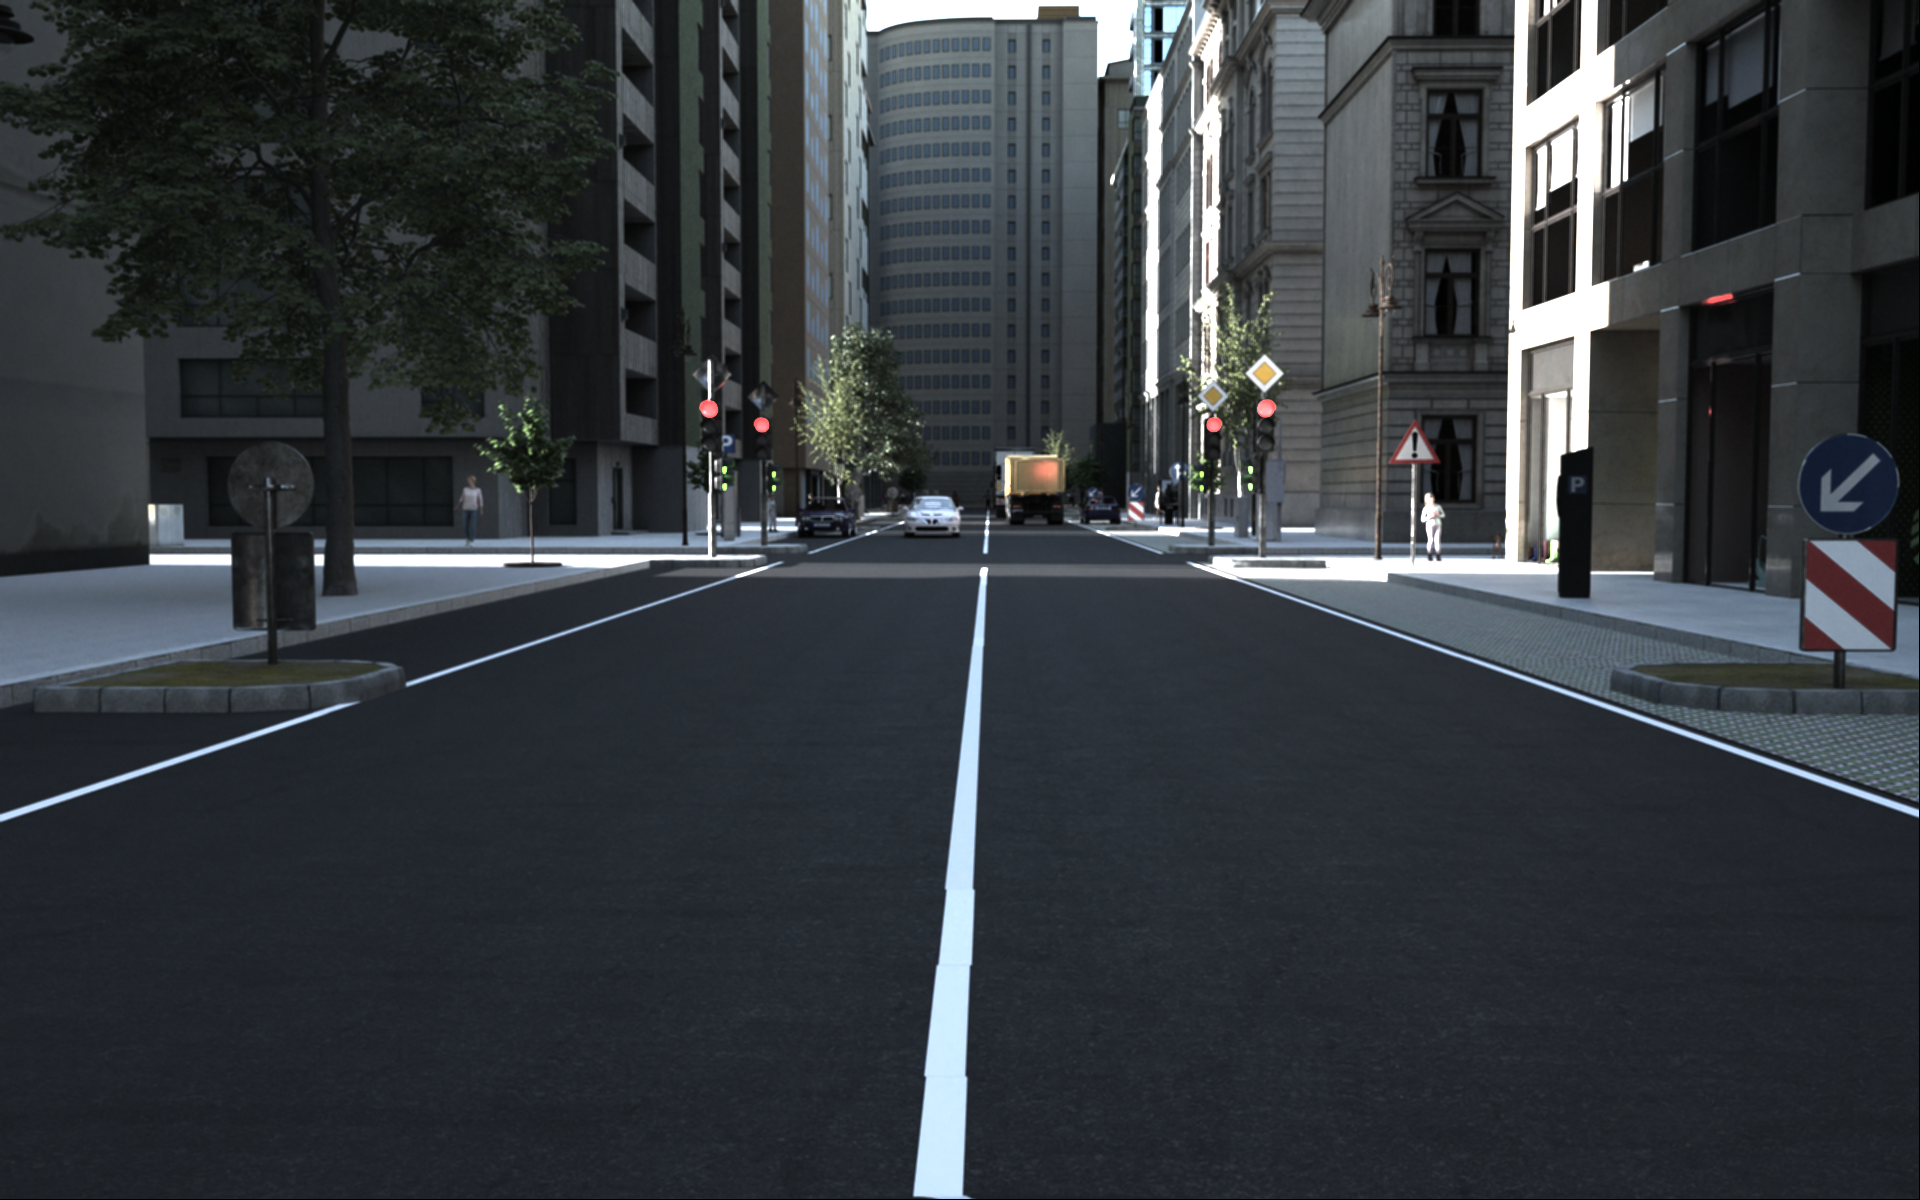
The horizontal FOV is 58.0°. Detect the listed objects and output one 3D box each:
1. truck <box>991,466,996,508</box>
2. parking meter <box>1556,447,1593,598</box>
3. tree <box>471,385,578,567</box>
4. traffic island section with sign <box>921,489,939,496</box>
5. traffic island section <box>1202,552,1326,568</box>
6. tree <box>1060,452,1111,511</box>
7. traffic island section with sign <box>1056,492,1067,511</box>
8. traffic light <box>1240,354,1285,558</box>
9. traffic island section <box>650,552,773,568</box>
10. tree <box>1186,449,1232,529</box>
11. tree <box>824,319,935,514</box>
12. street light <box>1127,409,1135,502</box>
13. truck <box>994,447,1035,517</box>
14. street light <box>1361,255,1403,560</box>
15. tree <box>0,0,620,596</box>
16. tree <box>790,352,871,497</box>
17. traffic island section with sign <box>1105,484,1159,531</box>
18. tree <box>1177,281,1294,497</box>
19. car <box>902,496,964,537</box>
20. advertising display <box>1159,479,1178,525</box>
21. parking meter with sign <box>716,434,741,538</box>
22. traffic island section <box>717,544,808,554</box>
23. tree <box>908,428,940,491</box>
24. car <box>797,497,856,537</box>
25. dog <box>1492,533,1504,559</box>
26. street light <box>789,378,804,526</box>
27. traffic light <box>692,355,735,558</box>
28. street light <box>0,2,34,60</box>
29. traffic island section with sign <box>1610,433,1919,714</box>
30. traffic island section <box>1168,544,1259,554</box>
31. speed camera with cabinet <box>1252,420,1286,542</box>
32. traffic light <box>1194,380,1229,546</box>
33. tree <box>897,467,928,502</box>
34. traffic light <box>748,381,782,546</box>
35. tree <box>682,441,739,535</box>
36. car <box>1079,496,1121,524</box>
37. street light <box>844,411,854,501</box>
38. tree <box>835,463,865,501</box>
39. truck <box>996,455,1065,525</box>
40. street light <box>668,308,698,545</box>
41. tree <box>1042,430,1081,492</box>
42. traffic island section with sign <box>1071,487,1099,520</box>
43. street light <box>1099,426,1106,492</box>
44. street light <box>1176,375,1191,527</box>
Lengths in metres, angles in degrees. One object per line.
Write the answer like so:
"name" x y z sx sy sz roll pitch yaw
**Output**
"truck" 4.595 -11.169 171.522 2.839 4.237 11.283 0 4 -1
"parking meter" 7.600 -0.962 21.443 0.399 1.863 0.255 1 4 12
"tree" -7.503 -2.205 30.657 1.663 3.219 1.824 0 3 0
"traffic island section with sign" -2.819 -8.330 144.825 1.989 1.847 2.006 0 4 1
"traffic island section" 6.113 -0.772 34.908 2.009 0.180 2.903 0 4 1
"tree" 9.955 -9.133 133.030 4.285 4.588 4.351 0 3 0
"traffic island section with sign" 8.012 -8.373 145.518 1.989 1.847 2.006 0 4 1
"traffic light" 6.073 -2.806 34.795 0.839 4.253 0.868 0 4 1
"traffic island section" -5.027 -0.784 35.103 2.009 0.180 2.903 0 4 1
"tree" 9.330 -4.249 64.070 1.663 3.219 1.824 0 3 0
"tree" -6.374 -12.023 113.585 9.611 12.733 9.660 0 3 0
"street light" 9.112 -7.316 92.400 0.468 5.910 1.993 0 4 1
"truck" 3.499 -7.374 109.473 2.839 4.237 11.283 0 4 2
"street light" 8.177 -3.726 33.709 0.468 5.910 1.993 0 4 1
"tree" -8.271 -6.342 21.820 7.486 12.596 7.792 0 3 0
"tree" -6.388 -8.494 89.238 4.737 8.622 4.395 0 3 0
"traffic island section with sign" 6.681 -3.600 67.487 1.989 1.847 2.006 0 4 1
"tree" 9.561 -6.656 59.193 4.737 8.622 4.395 0 3 0
"car" -0.920 -2.835 58.711 2.083 1.381 4.827 0 3 0
"advertising display" 8.800 -4.142 72.928 0.974 1.923 0.123 -2 4 -32
"parking meter with sign" -6.807 -3.364 51.256 0.543 3.016 1.738 0 4 0
"traffic island section" -4.890 -1.273 43.087 2.009 0.180 2.903 0 4 1
"tree" -4.534 -14.129 181.370 4.737 8.622 4.395 0 3 0
"car" -4.467 -2.805 58.448 1.945 1.354 3.894 0 4 1
"dog" 10.681 -1.073 34.378 0.406 0.507 0.540 -1 4 -21
"street light" -6.495 -5.879 68.912 0.468 5.910 1.993 0 4 1
"traffic light" -4.987 -2.816 34.967 0.839 4.253 0.868 0 4 1
"street light" -7.416 -2.445 12.759 0.468 5.910 1.993 0 4 1
"traffic island section with sign" 5.726 -0.214 12.129 1.989 1.847 2.006 0 4 1
"traffic island section" 6.249 -1.261 42.892 2.009 0.180 2.903 0 4 1
"speed camera with cabinet" 8.340 -3.216 46.916 0.660 3.252 2.038 0 4 1
"traffic light" 6.209 -3.294 42.779 0.839 4.253 0.868 0 4 1
"tree" -5.141 -12.470 187.604 4.285 4.588 4.351 0 3 0
"traffic light" -4.850 -3.305 42.951 0.839 4.253 0.868 0 4 1
"tree" -7.964 -3.662 54.480 1.663 3.219 1.824 0 3 0
"car" 6.684 -4.291 82.741 1.945 1.354 3.894 0 4 0
"street light" -6.023 -7.411 93.962 0.468 5.910 1.993 0 4 1
"tree" -6.451 -6.707 104.266 1.663 3.219 1.824 0 3 0
"truck" 3.585 -5.442 84.905 3.469 3.379 9.791 0 4 0
"street light" -6.888 -4.308 43.230 0.468 5.910 1.993 0 4 1
"tree" 11.211 -14.988 195.422 4.737 8.622 4.395 0 3 0
"traffic island section with sign" 7.159 -5.311 95.464 1.989 1.847 2.006 0 4 1
"street light" 9.584 -8.848 117.450 0.468 5.910 1.993 0 4 1
"street light" 8.667 -5.777 67.237 0.468 5.910 1.993 0 4 1
